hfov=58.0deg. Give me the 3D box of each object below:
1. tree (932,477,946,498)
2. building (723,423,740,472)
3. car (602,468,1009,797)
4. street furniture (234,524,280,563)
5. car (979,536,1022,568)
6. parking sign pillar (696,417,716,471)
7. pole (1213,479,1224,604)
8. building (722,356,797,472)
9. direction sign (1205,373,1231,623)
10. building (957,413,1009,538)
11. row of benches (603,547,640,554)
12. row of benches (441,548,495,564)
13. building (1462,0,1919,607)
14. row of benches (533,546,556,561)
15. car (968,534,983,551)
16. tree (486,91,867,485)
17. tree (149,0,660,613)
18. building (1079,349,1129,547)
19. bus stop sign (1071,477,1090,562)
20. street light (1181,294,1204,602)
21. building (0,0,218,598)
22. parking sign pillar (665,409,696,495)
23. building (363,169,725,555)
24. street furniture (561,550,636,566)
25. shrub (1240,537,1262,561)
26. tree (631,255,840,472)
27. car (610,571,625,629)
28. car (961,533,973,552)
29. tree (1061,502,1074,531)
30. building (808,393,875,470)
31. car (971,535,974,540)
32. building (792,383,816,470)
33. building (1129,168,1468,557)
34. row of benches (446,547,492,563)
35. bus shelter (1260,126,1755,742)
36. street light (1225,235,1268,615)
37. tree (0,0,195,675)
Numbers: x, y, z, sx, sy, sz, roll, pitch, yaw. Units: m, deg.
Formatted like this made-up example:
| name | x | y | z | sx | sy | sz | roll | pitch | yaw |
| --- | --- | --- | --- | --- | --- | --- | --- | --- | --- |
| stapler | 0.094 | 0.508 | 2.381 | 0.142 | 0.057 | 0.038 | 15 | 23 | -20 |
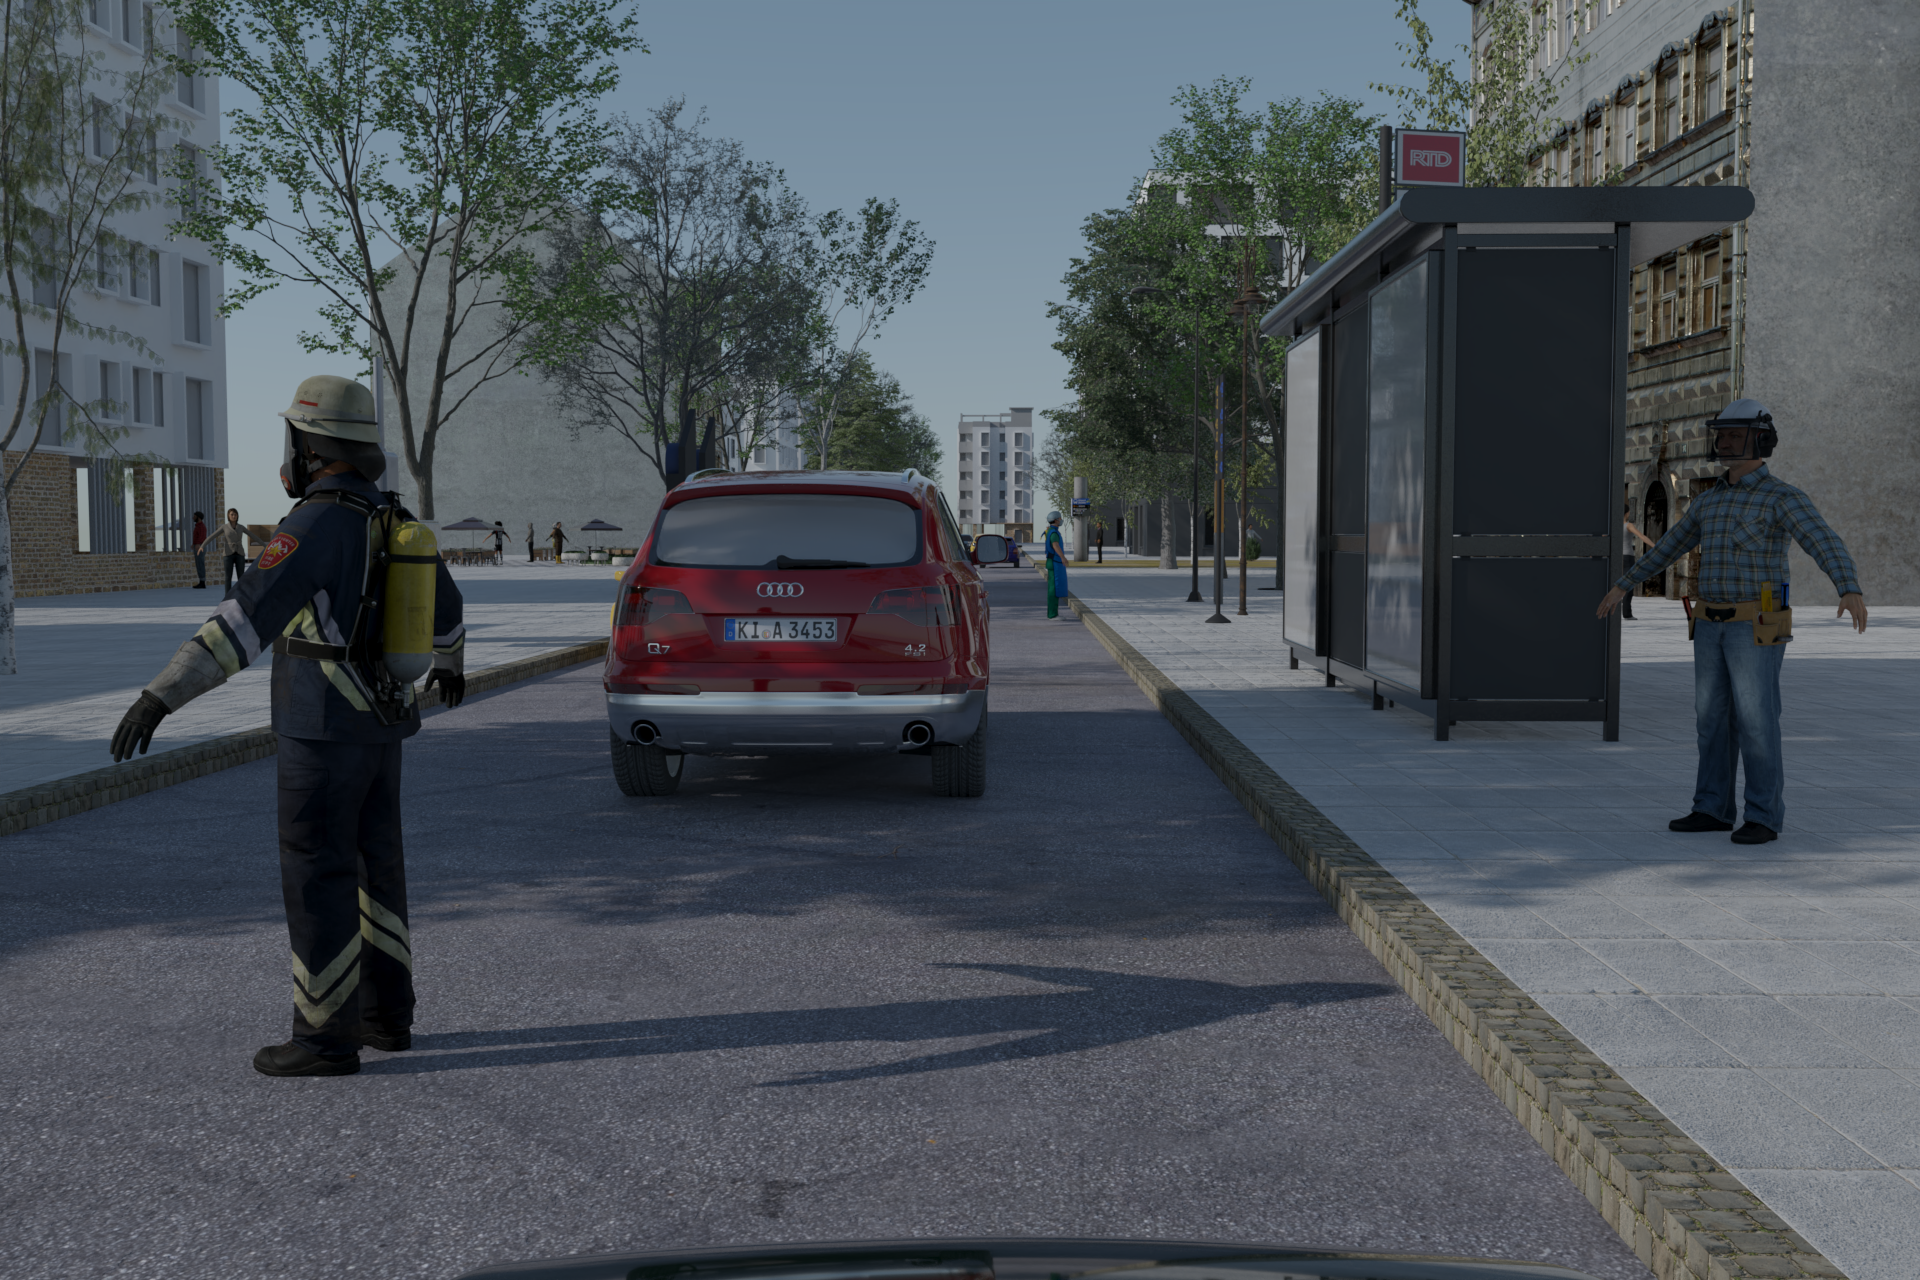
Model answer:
| name | x | y | z | sx | sy | sz | roll | pitch | yaw |
| --- | --- | --- | --- | --- | --- | --- | --- | --- | --- |
| tree | -5.560 | -19.851 | 258.975 | 7.601 | 10.594 | 8.767 | 1 | 4 | 10 |
| building | -22.255 | -12.064 | 139.388 | 9.099 | 9.664 | 28.070 | 0 | 4 | 1 |
| car | -0.828 | -0.142 | 10.991 | 2.281 | 1.827 | 5.304 | 0 | 4 | 1 |
| street furniture | -28.574 | -4.455 | 79.701 | 9.812 | 1.723 | 11.010 | 0 | 4 | 1 |
| car | 1.701 | -3.773 | 74.274 | 1.945 | 1.354 | 3.894 | 0 | 4 | 2 |
| parking sign pillar | -5.851 | -3.108 | 39.284 | 1.447 | 3.967 | 1.447 | 0 | 4 | 2 |
| pole | 4.721 | -2.307 | 31.564 | 0.158 | 3.312 | 0.155 | 0 | 3 | 0 |
| building | -23.765 | -19.990 | 183.248 | 16.016 | 20.090 | 11.380 | 0 | 4 | 2 |
| direction sign | 3.730 | -2.014 | 24.921 | 0.379 | 3.537 | 0.876 | 0 | 4 | 1 |
| building | 0.063 | -24.609 | 261.231 | 11.380 | 20.090 | 16.016 | 0 | 4 | -7 |
| row of benches | -16.278 | -4.170 | 83.639 | 1.422 | 0.672 | 4.104 | -2 | 4 | -33 |
| row of benches | -21.377 | -3.607 | 74.433 | 1.422 | 0.672 | 4.104 | 1 | 4 | 19 |
| building | 23.143 | -12.713 | 38.790 | 19.493 | 23.208 | 18.063 | 0 | 4 | 1 |
| row of benches | -20.212 | -4.198 | 84.107 | 1.422 | 0.672 | 4.104 | 0 | 4 | -4 |
| car | 1.472 | -5.443 | 99.216 | 2.015 | 1.641 | 3.980 | 0 | 4 | 1 |
| tree | -8.245 | -8.481 | 49.033 | 12.009 | 13.543 | 11.850 | 0 | 3 | 0 |
| tree | -8.708 | -6.233 | 27.666 | 9.928 | 11.665 | 9.643 | 0 | 3 | 0 |
| building | 26.961 | -21.292 | 192.097 | 27.936 | 21.610 | 32.646 | 0 | 4 | 1 |
| bus stop sign | 5.582 | -5.572 | 80.113 | 0.837 | 3.901 | 0.837 | 0 | 4 | 1 |
| street light | 4.997 | -3.676 | 32.642 | 1.470 | 5.913 | 1.316 | 0 | 4 | 1 |
| building | -23.948 | -10.654 | 30.617 | 16.016 | 20.090 | 11.380 | 0 | 4 | 2 |
| parking sign pillar | -5.890 | -2.947 | 36.652 | 1.447 | 3.967 | 1.447 | 0 | 4 | 1 |
| building | -26.188 | -17.269 | 113.282 | 19.493 | 23.208 | 18.063 | 0 | 4 | 1 |
| street furniture | -11.231 | -3.358 | 70.524 | 10.072 | 0.657 | 5.734 | 1 | 4 | 17 |
| shrub | 13.667 | -4.294 | 81.316 | 1.383 | 1.207 | 1.383 | 0 | 3 | 0 |
| tree | -8.186 | -8.406 | 63.194 | 9.928 | 11.665 | 9.643 | 0 | 3 | 0 |
| car | -2.902 | -0.612 | 20.237 | 2.015 | 1.641 | 3.980 | 0 | 4 | 2 |
| car | 0.131 | -6.719 | 119.639 | 2.009 | 1.686 | 4.222 | 0 | 4 | 2 |
| tree | 17.229 | -19.053 | 261.871 | 4.737 | 8.622 | 4.395 | 0 | 3 | 0 |
| building | -19.755 | -22.425 | 233.106 | 16.747 | 18.905 | 31.486 | 0 | 4 | 1 |
| car | 0.288 | -7.316 | 131.980 | 2.083 | 1.381 | 4.827 | 0 | 4 | 2 |
| building | -23.237 | -21.223 | 203.412 | 16.016 | 20.090 | 11.380 | 0 | 4 | 1 |
| building | 24.883 | -16.466 | 113.189 | 27.936 | 21.610 | 32.646 | 0 | 4 | 1 |
| row of benches | -22.549 | -3.896 | 79.167 | 1.422 | 0.672 | 4.104 | 1 | 4 | 9 |
| bus shelter | 3.875 | -2.274 | 14.808 | 2.179 | 5.291 | 8.768 | 0 | 4 | 2 |
| street light | 4.468 | -3.327 | 27.192 | 0.468 | 5.910 | 1.993 | 0 | 4 | 1 |
| tree | -8.768 | -4.005 | 15.837 | 4.360 | 8.622 | 3.978 | 0 | 3 | 0 |
